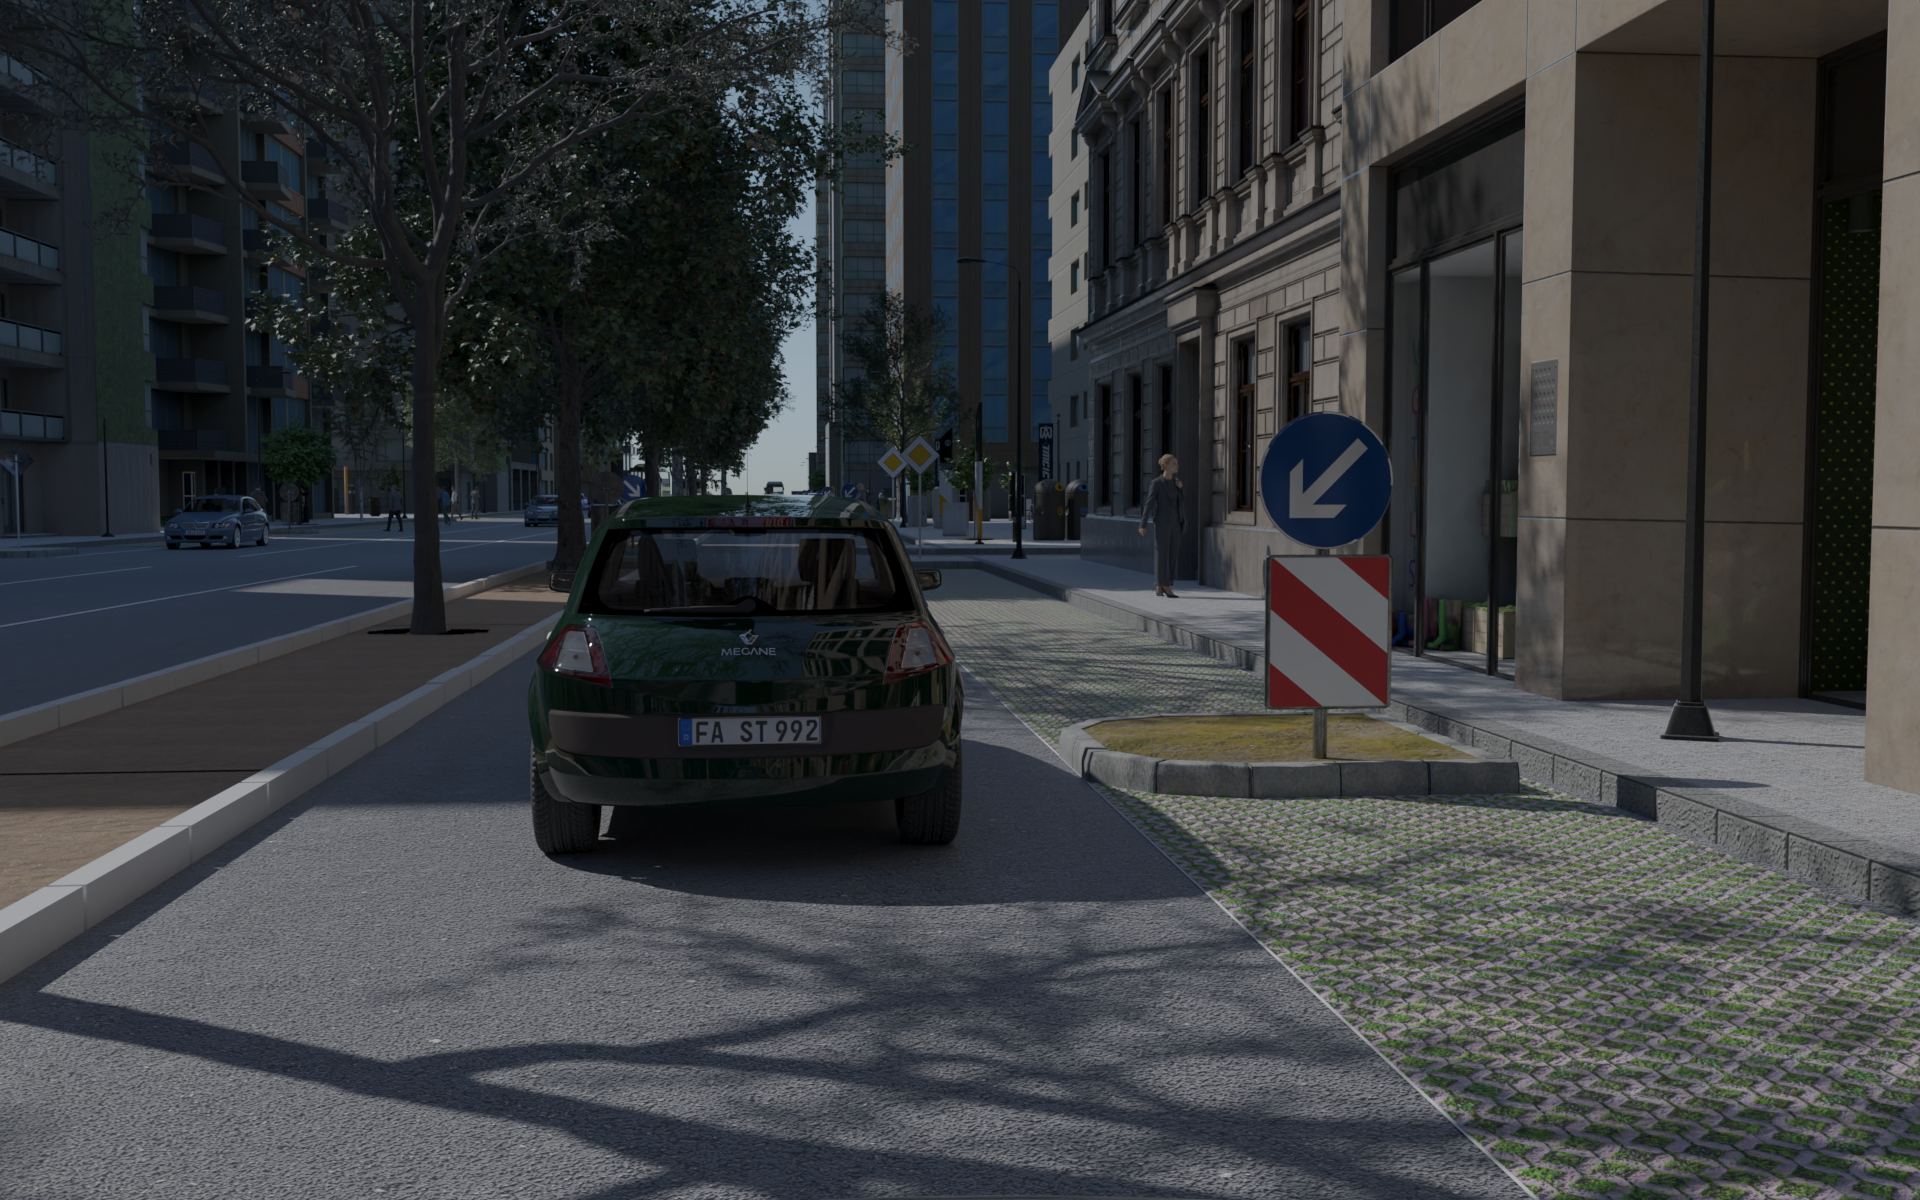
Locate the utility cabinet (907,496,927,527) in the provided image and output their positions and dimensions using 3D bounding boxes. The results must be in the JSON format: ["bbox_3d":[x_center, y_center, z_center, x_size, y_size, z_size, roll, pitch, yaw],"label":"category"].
[{"bbox_3d":[-1.650,-3.439,67.397,0.306,1.237,1.020,2,4,31],"label":"utility cabinet"}]

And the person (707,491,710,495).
[{"bbox_3d":[-23.636,-9.435,163.491,0.721,1.736,1.217,-2,4,-23],"label":"person"}]

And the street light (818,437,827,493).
[{"bbox_3d":[-10.641,-10.370,142.091,1.470,5.913,1.316,0,4,-6],"label":"street light"}]

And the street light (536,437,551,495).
[{"bbox_3d":[-33.944,-10.309,141.097,1.470,5.913,1.316,0,4,-6],"label":"street light"}]

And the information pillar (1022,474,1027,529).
[{"bbox_3d":[2.258,-3.601,63.374,0.304,2.012,0.304,1,4,13],"label":"information pillar"}]

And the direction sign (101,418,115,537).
[{"bbox_3d":[-25.511,-3.654,51.742,0.379,3.537,0.876,-2,4,-25],"label":"direction sign"}]

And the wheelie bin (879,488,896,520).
[{"bbox_3d":[-3.684,-4.857,87.317,0.693,1.594,0.980,3,5,44],"label":"wheelie bin"}]

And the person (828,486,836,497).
[{"bbox_3d":[-5.709,-4.188,77.319,0.624,1.780,0.694,3,5,44],"label":"person"}]

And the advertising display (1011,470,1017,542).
[{"bbox_3d":[1.502,-2.518,46.384,0.123,1.923,0.974,1,4,11],"label":"advertising display"}]

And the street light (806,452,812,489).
[{"bbox_3d":[-16.084,-13.486,193.044,1.470,5.913,1.316,0,4,-6],"label":"street light"}]

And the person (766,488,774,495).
[{"bbox_3d":[-10.631,-5.301,95.769,0.643,1.750,0.593,3,4,38],"label":"person"}]

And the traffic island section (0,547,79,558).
[{"bbox_3d":[-21.815,-1.090,40.096,2.009,0.180,2.903,0,4,-6],"label":"traffic island section"}]

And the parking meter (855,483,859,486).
[{"bbox_3d":[-5.645,-5.459,94.965,0.255,1.863,0.399,-1,4,-10],"label":"parking meter"}]

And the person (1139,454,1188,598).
[{"bbox_3d":[2.528,-0.923,21.557,0.534,1.772,0.576,3,4,38],"label":"person"}]

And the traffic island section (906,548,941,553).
[{"bbox_3d":[-1.585,-1.219,42.213,2.009,0.180,2.903,0,4,-6],"label":"traffic island section"}]

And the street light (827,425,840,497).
[{"bbox_3d":[-8.028,-8.834,116.984,1.470,5.913,1.316,0,4,-6],"label":"street light"}]

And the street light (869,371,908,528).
[{"bbox_3d":[-2.700,-5.702,65.775,1.470,5.913,1.316,0,4,-6],"label":"street light"}]

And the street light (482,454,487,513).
[{"bbox_3d":[-31.307,-8.764,115.835,1.470,5.913,1.316,0,4,-6],"label":"street light"}]

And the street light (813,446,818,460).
[{"bbox_3d":[-13.311,-11.921,167.451,1.470,5.913,1.316,0,4,-6],"label":"street light"}]

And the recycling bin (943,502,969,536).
[{"bbox_3d":[-0.127,-2.467,52.888,0.722,1.027,0.722,1,4,8],"label":"recycling bin"}]

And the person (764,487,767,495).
[{"bbox_3d":[-11.739,-5.913,104.953,0.755,1.850,0.659,-3,5,-44],"label":"person"}]

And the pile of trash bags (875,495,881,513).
[{"bbox_3d":[-5.172,-6.168,110.601,3.447,1.369,1.912,0,4,8],"label":"pile of trash bags"}]

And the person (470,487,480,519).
[{"bbox_3d":[-27.401,-5.485,97.992,0.655,1.846,0.447,2,4,26],"label":"person"}]

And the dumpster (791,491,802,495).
[{"bbox_3d":[-21.859,-13.782,233.543,1.865,1.857,1.264,0,4,-7],"label":"dumpster"}]

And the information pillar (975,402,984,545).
[{"bbox_3d":[0.481,-3.231,44.190,0.183,3.616,0.504,-1,4,-11],"label":"information pillar"}]

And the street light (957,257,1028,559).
[{"bbox_3d":[0.632,-3.768,34.152,1.470,5.913,1.316,0,4,-6],"label":"street light"}]

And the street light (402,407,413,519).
[{"bbox_3d":[-28.600,-7.230,90.755,1.470,5.913,1.316,0,4,-6],"label":"street light"}]

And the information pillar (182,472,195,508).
[{"bbox_3d":[-25.706,-3.259,57.778,0.304,2.012,0.304,0,4,-6],"label":"information pillar"}]

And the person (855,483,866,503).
[{"bbox_3d":[-3.332,-2.978,57.381,0.526,1.800,0.537,-2,4,-31],"label":"person"}]

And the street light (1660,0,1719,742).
[{"bbox_3d":[3.305,-2.223,8.894,1.470,5.913,1.316,0,4,-6],"label":"street light"}]

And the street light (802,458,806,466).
[{"bbox_3d":[-19.311,-15.395,224.251,1.470,5.913,1.316,0,4,-6],"label":"street light"}]

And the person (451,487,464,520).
[{"bbox_3d":[-27.195,-5.181,93.313,0.850,1.850,0.679,-1,4,-9],"label":"person"}]

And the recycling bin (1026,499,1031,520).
[{"bbox_3d":[3.063,-4.493,86.006,0.722,1.027,0.722,3,5,42],"label":"recycling bin"}]

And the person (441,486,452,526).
[{"bbox_3d":[-22.783,-4.156,76.789,0.444,1.785,0.601,1,4,20],"label":"person"}]

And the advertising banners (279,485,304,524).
[{"bbox_3d":[-29.003,-4.819,74.975,2.074,3.025,0.090,3,5,40],"label":"advertising banners"}]

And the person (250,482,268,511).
[{"bbox_3d":[-23.867,-3.089,58.963,0.622,1.834,0.822,0,4,-7],"label":"person"}]

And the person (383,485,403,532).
[{"bbox_3d":[-21.646,-3.503,66.170,0.834,1.777,0.661,1,4,21],"label":"person"}]

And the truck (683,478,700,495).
[{"bbox_3d":[-32.788,-13.285,213.131,3.469,3.379,9.791,0,4,-6],"label":"truck"}]

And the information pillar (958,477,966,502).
[{"bbox_3d":[0.065,-3.705,65.077,0.304,2.012,0.304,-1,4,-11],"label":"information pillar"}]

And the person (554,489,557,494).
[{"bbox_3d":[-35.284,-8.856,151.523,0.721,1.739,1.217,-1,4,-9],"label":"person"}]

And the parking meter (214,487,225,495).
[{"bbox_3d":[-27.442,-3.416,64.256,0.372,1.533,0.369,0,3,0],"label":"parking meter"}]

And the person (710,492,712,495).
[{"bbox_3d":[-39.400,-16.189,273.644,0.683,1.767,0.568,1,4,22],"label":"person"}]

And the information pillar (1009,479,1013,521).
[{"bbox_3d":[2.550,-4.836,83.564,0.304,2.012,0.304,-2,4,-24],"label":"information pillar"}]

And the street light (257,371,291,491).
[{"bbox_3d":[-25.878,-5.674,65.314,1.470,5.913,1.316,0,4,-6],"label":"street light"}]

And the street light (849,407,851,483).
[{"bbox_3d":[-5.335,-7.290,91.729,1.470,5.913,1.316,0,4,-6],"label":"street light"}]

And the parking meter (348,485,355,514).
[{"bbox_3d":[-38.458,-6.348,109.493,0.399,1.863,0.255,1,4,23],"label":"parking meter"}]

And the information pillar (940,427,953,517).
[{"bbox_3d":[-0.473,-4.241,60.701,0.504,3.616,0.183,2,4,26],"label":"information pillar"}]

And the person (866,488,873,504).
[{"bbox_3d":[-6.244,-6.856,118.946,0.445,1.727,0.742,1,4,20],"label":"person"}]

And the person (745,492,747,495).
[{"bbox_3d":[-31.111,-14.879,252.454,1.217,1.739,0.721,3,5,41],"label":"person"}]

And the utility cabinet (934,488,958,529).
[{"bbox_3d":[-0.539,-3.367,63.730,0.318,1.500,1.173,2,4,32],"label":"utility cabinet"}]

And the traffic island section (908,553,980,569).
[{"bbox_3d":[-0.749,-0.733,34.272,2.009,0.180,2.903,0,4,-6],"label":"traffic island section"}]
